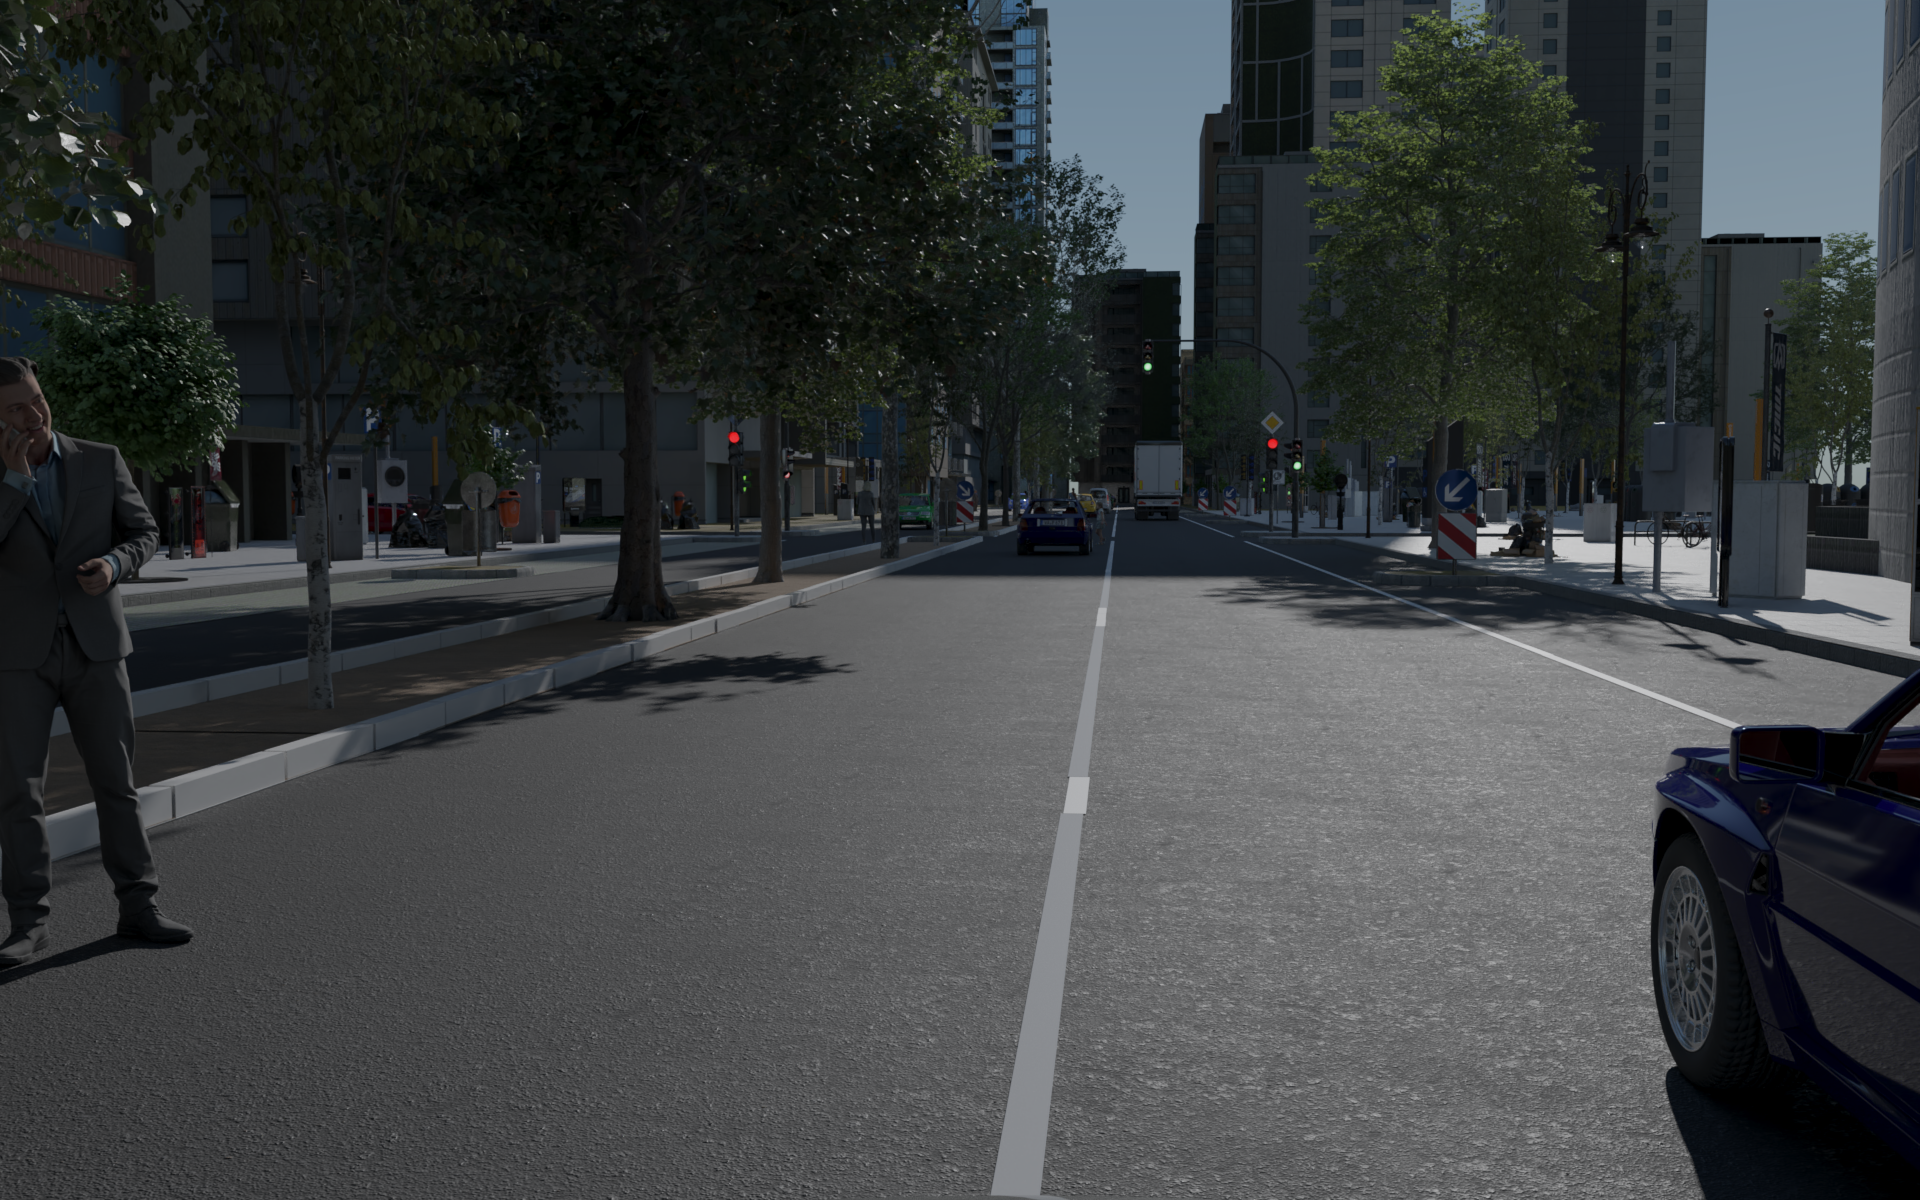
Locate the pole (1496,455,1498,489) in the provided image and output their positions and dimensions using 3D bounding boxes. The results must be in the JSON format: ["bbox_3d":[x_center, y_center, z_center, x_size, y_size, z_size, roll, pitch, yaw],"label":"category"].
[{"bbox_3d":[28.256,-5.942,90.995,0.158,3.312,0.155,0,3,0],"label":"pole"}]

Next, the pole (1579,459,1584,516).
[{"bbox_3d":[36.057,-6.521,100.466,0.158,3.312,0.155,0,3,0],"label":"pole"}]

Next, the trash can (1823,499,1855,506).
[{"bbox_3d":[20.847,-1.825,41.492,0.748,1.137,0.748,0,3,0],"label":"trash can"}]

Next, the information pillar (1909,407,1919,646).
[{"bbox_3d":[8.227,-0.616,14.558,0.304,2.012,0.304,-3,5,-39],"label":"information pillar"}]

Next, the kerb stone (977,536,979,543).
[{"bbox_3d":[0.385,-1.700,50.020,0.120,0.150,1.000,0,4,5],"label":"kerb stone"}]

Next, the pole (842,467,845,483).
[{"bbox_3d":[-7.480,-7.176,111.167,0.158,3.312,0.155,0,3,0],"label":"pole"}]

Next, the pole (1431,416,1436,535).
[{"bbox_3d":[12.522,-3.161,45.530,0.158,3.312,0.155,0,3,0],"label":"pole"}]

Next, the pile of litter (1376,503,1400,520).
[{"bbox_3d":[21.263,-4.412,86.097,1.176,0.858,1.719,1,4,16],"label":"pile of litter"}]

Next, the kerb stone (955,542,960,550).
[{"bbox_3d":[-0.174,-1.327,43.905,0.120,0.150,1.000,0,4,5],"label":"kerb stone"}]

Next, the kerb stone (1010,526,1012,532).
[{"bbox_3d":[1.749,-2.606,64.810,0.120,0.150,1.000,0,4,5],"label":"kerb stone"}]

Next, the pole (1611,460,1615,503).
[{"bbox_3d":[38.190,-6.574,101.324,0.158,3.312,0.155,0,3,0],"label":"pole"}]

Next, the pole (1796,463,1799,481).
[{"bbox_3d":[55.787,-7.433,115.376,0.158,3.312,0.155,0,3,0],"label":"pole"}]

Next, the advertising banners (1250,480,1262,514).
[{"bbox_3d":[18.832,-6.978,110.279,0.090,3.025,2.074,-1,4,-10],"label":"advertising banners"}]

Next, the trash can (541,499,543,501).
[{"bbox_3d":[-12.220,-2.300,49.254,0.748,1.137,0.748,0,3,0],"label":"trash can"}]

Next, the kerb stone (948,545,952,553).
[{"bbox_3d":[-0.369,-1.202,41.856,0.120,0.150,1.000,0,4,5],"label":"kerb stone"}]

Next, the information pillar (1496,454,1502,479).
[{"bbox_3d":[31.610,-6.745,101.629,0.504,3.616,0.183,-2,4,-30],"label":"information pillar"}]

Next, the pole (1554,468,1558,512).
[{"bbox_3d":[43.540,-8.115,126.519,0.158,3.312,0.155,0,3,0],"label":"pole"}]

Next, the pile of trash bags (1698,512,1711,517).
[{"bbox_3d":[42.202,-5.472,99.226,3.447,1.369,1.912,1,4,8],"label":"pile of trash bags"}]

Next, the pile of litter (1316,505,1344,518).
[{"bbox_3d":[20.008,-4.871,93.607,1.719,0.858,1.176,-1,4,-11],"label":"pile of litter"}]

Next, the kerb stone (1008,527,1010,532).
[{"bbox_3d":[1.652,-2.544,63.792,0.120,0.150,1.000,0,4,5],"label":"kerb stone"}]

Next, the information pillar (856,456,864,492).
[{"bbox_3d":[-6.099,-6.955,105.062,0.504,3.616,0.183,0,4,-1],"label":"information pillar"}]

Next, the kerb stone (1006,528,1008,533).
[{"bbox_3d":[1.571,-2.474,62.773,0.120,0.150,1.000,0,4,5],"label":"kerb stone"}]

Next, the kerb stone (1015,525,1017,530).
[{"bbox_3d":[2.034,-2.794,67.879,0.120,0.150,1.000,0,4,5],"label":"kerb stone"}]

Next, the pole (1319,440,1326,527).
[{"bbox_3d":[13.775,-4.401,65.803,0.158,3.312,0.155,0,3,0],"label":"pole"}]

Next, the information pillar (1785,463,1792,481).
[{"bbox_3d":[61.884,-8.443,129.393,0.504,3.616,0.183,-1,4,-11],"label":"information pillar"}]

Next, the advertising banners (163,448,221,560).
[{"bbox_3d":[-15.216,-2.342,34.483,0.090,3.025,2.074,0,4,8],"label":"advertising banners"}]

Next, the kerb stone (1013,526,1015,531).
[{"bbox_3d":[1.942,-2.729,66.861,0.120,0.150,1.000,0,4,5],"label":"kerb stone"}]

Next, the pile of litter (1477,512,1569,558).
[{"bbox_3d":[11.636,-1.317,35.500,1.176,0.858,1.719,-1,4,-20],"label":"pile of litter"}]

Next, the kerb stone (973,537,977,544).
[{"bbox_3d":[0.297,-1.633,49.002,0.120,0.150,1.000,0,4,5],"label":"kerb stone"}]

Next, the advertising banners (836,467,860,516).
[{"bbox_3d":[-6.429,-6.324,99.588,0.090,3.025,2.074,3,5,41],"label":"advertising banners"}]

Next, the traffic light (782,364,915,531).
[{"bbox_3d":[-3.906,-5.223,60.058,4.771,5.953,1.251,0,4,5],"label":"traffic light"}]

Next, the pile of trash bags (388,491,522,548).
[{"bbox_3d":[-12.119,-1.994,42.356,1.912,1.369,3.447,2,4,33],"label":"pile of trash bags"}]

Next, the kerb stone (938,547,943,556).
[{"bbox_3d":[-0.552,-1.078,39.814,0.120,0.150,1.000,0,4,5],"label":"kerb stone"}]

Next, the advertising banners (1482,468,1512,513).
[{"bbox_3d":[35.517,-7.255,114.805,2.074,3.025,0.090,0,4,1],"label":"advertising banners"}]

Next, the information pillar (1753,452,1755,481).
[{"bbox_3d":[44.543,-6.445,96.727,0.504,3.616,0.183,3,5,43],"label":"information pillar"}]

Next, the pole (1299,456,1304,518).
[{"bbox_3d":[18.350,-6.063,92.969,0.158,3.312,0.155,0,3,0],"label":"pole"}]

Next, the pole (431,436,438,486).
[{"bbox_3d":[-18.606,-4.132,61.404,0.158,3.312,0.155,0,3,0],"label":"pole"}]

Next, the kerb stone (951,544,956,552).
[{"bbox_3d":[-0.273,-1.260,42.886,0.120,0.150,1.000,0,4,5],"label":"kerb stone"}]

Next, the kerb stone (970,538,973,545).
[{"bbox_3d":[0.198,-1.574,47.985,0.120,0.150,1.000,0,4,5],"label":"kerb stone"}]

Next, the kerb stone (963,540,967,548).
[{"bbox_3d":[0.015,-1.452,45.941,0.120,0.150,1.000,0,4,5],"label":"kerb stone"}]

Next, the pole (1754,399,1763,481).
[{"bbox_3d":[17.116,-2.647,37.124,0.158,3.312,0.155,0,3,0],"label":"pole"}]

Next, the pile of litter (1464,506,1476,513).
[{"bbox_3d":[19.403,-3.199,66.262,1.719,0.858,1.176,1,4,12],"label":"pile of litter"}]

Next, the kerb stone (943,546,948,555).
[{"bbox_3d":[-0.446,-1.140,40.830,0.120,0.150,1.000,0,4,5],"label":"kerb stone"}]

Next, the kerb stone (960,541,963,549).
[{"bbox_3d":[-0.081,-1.390,44.923,0.120,0.150,1.000,0,4,5],"label":"kerb stone"}]

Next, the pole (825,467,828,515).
[{"bbox_3d":[-8.208,-6.887,106.451,0.158,3.312,0.155,0,3,0],"label":"pole"}]

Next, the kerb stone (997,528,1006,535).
[{"bbox_3d":[1.470,-2.419,61.748,0.120,0.150,1.000,0,4,5],"label":"kerb stone"}]

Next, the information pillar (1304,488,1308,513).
[{"bbox_3d":[23.662,-6.987,118.724,0.304,2.012,0.304,-2,4,-35],"label":"information pillar"}]

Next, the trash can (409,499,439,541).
[{"bbox_3d":[-14.250,-2.106,46.081,0.748,1.137,0.748,0,3,0],"label":"trash can"}]

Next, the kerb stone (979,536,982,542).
[{"bbox_3d":[0.484,-1.754,51.038,0.120,0.150,1.000,0,4,5],"label":"kerb stone"}]

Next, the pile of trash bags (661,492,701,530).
[{"bbox_3d":[-10.486,-3.310,63.869,1.912,1.369,3.447,0,4,-5],"label":"pile of trash bags"}]

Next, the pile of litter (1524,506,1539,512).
[{"bbox_3d":[15.999,-2.112,48.499,1.719,0.858,1.176,2,4,29],"label":"pile of litter"}]

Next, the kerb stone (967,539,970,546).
[{"bbox_3d":[0.109,-1.515,46.967,0.120,0.150,1.000,0,4,5],"label":"kerb stone"}]

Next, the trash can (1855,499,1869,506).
[{"bbox_3d":[26.010,-2.323,49.637,0.748,1.137,0.748,0,3,0],"label":"trash can"}]

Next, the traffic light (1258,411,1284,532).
[{"bbox_3d":[10.546,-4.269,58.713,0.839,4.253,0.868,0,4,5],"label":"traffic light"}]

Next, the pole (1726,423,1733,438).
[{"bbox_3d":[22.069,-3.420,49.757,0.158,3.312,0.155,0,3,0],"label":"pole"}]

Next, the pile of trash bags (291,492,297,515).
[{"bbox_3d":[-25.451,-3.657,69.536,3.447,1.369,1.912,-2,4,-27],"label":"pile of trash bags"}]

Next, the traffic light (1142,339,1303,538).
[{"bbox_3d":[7.723,-4.657,50.812,4.771,5.953,1.251,0,4,5],"label":"traffic light"}]

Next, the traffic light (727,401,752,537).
[{"bbox_3d":[-6.729,-3.874,52.263,0.839,4.253,0.868,0,4,5],"label":"traffic light"}]

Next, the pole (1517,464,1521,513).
[{"bbox_3d":[41.117,-8.165,127.340,0.158,3.312,0.155,0,3,0],"label":"pole"}]
